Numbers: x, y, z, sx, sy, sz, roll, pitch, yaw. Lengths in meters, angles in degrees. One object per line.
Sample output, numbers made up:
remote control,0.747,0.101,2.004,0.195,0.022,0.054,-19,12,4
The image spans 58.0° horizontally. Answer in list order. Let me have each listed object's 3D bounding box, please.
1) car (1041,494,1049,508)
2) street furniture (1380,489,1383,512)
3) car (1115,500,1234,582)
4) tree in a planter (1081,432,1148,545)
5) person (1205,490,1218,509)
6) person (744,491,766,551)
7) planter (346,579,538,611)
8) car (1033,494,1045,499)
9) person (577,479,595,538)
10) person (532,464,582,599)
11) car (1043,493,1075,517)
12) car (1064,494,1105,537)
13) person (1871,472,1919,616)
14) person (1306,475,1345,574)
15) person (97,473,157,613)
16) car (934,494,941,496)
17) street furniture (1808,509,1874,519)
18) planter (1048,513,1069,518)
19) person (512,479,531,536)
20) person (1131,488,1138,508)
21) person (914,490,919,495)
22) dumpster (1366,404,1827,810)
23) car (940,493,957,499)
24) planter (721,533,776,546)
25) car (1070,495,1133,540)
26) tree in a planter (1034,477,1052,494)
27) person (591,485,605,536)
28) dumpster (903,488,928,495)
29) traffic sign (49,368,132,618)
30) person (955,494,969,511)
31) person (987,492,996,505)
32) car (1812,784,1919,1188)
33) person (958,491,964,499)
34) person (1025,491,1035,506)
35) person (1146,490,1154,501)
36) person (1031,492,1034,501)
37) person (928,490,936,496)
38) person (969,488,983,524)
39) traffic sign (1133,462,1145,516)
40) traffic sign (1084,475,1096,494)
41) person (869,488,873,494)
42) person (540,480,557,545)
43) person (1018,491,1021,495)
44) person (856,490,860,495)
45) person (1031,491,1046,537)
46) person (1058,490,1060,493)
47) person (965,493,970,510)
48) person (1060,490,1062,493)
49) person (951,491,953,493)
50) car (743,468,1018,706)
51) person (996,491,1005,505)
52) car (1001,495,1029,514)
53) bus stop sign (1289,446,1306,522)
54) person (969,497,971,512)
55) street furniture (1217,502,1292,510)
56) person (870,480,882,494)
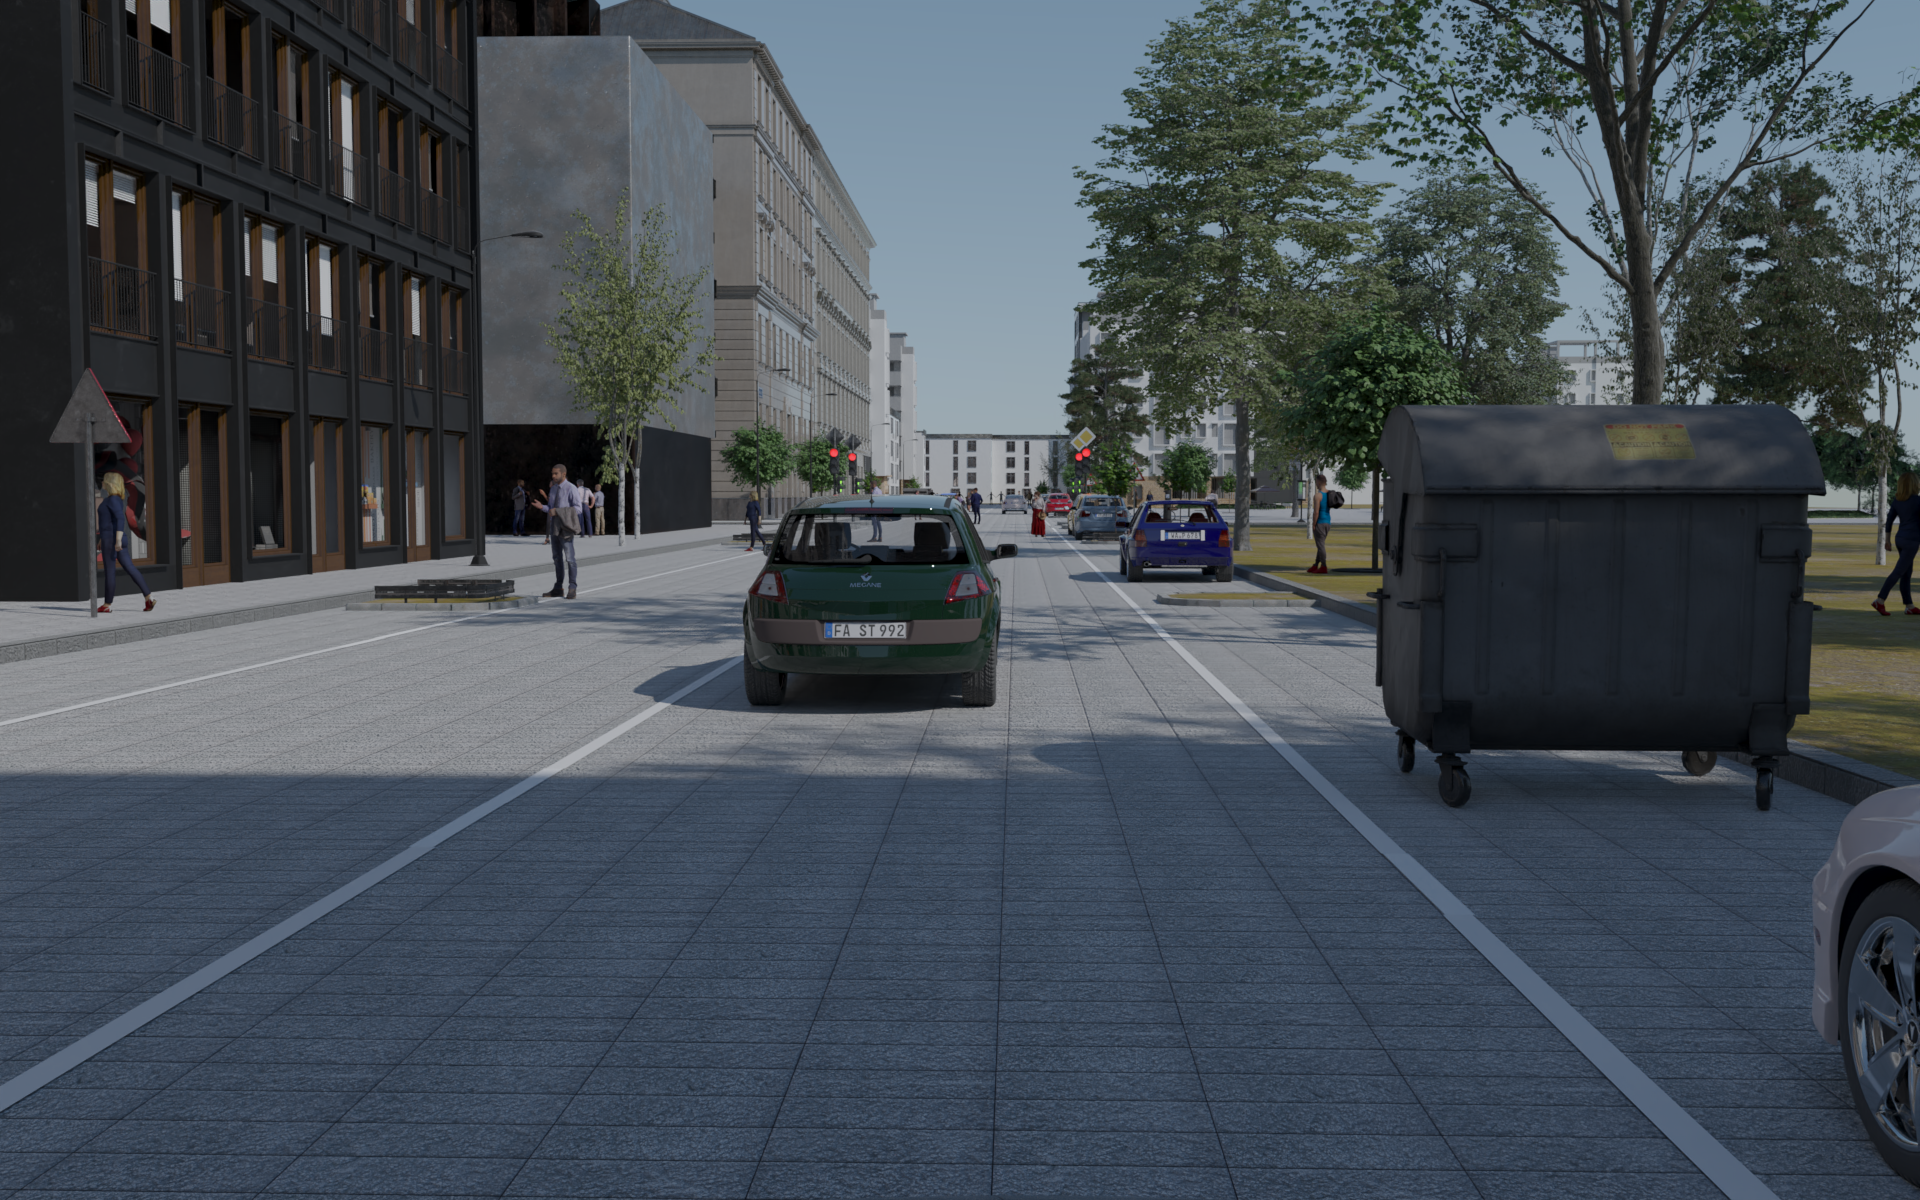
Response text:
car,7.476,-8.119,144.741,2.014,1.417,4.499,0,4,3
street furniture,34.081,-6.496,111.244,14.083,1.986,27.439,0,4,8
car,3.640,-1.036,29.518,1.945,1.354,3.894,0,4,3
tree in a planter,4.515,-3.232,50.063,1.991,3.239,1.994,0,4,2
person,8.819,-3.129,60.395,0.628,1.438,0.799,-1,4,-19
person,-5.117,-1.979,43.395,0.480,1.512,0.613,3,5,40
planter,-6.529,-0.066,22.216,1.991,0.319,1.994,0,4,2
car,8.386,-10.055,174.624,2.015,1.641,3.980,0,4,2
person,-11.128,-2.692,50.995,0.756,1.711,0.436,-1,4,-15
person,-5.548,-0.940,23.739,0.709,1.838,0.599,2,4,35
car,6.373,-6.294,111.939,2.155,1.783,4.494,0,4,2
car,4.634,-3.029,59.746,2.015,1.641,3.980,0,3,0
person,9.962,-0.594,18.298,0.613,1.512,0.480,-2,4,-29
person,5.855,-1.226,27.960,0.662,1.594,0.647,3,4,37
person,-9.083,-0.623,18.775,0.613,1.512,0.480,-2,4,-35
car,-1.879,-9.611,169.140,2.014,1.417,4.499,0,4,2
street furniture,42.876,-4.574,90.405,10.072,0.657,5.734,-2,4,-25
planter,6.292,-5.084,104.261,1.991,0.319,1.994,0,4,2
person,-13.249,-2.783,52.370,0.431,1.722,0.655,1,4,22
person,16.317,-9.492,161.380,0.705,1.807,1.348,-1,4,-17
person,-2.282,-5.196,94.924,0.593,1.643,0.415,0,4,6
dumpster,2.983,-0.008,8.349,1.865,1.857,1.264,0,4,3
car,-0.775,-6.790,120.606,1.945,1.707,3.694,0,3,0
planter,-5.641,-1.718,49.231,1.991,0.319,1.994,0,4,2
car,4.520,-2.638,55.126,2.014,1.417,4.499,0,4,3
tree in a planter,9.714,-12.936,208.717,1.991,3.239,1.994,0,4,2
person,-11.125,-2.759,53.222,0.319,1.574,0.516,2,4,27
dumpster,-3.293,-7.297,127.526,1.865,1.857,1.264,0,4,4
traffic sign,-8.997,-1.096,17.921,0.884,2.594,0.081,0,4,5
person,0.000,-5.915,108.451,0.697,1.427,0.421,-1,4,-17
person,3.950,-12.855,219.400,1.217,1.735,0.721,0,4,4
car,2.786,0.628,2.089,2.083,1.381,4.827,0,4,3
person,-0.100,-10.736,184.863,1.217,1.723,0.721,-2,4,-34
person,8.285,-12.086,206.196,1.348,1.812,0.705,-1,4,-14
person,11.951,-6.139,108.959,0.480,1.512,0.613,0,4,8
person,9.224,-13.102,223.243,1.217,1.766,0.721,1,4,14
person,-3.330,-12.382,208.517,1.348,1.821,0.705,-1,4,-9
person,0.743,-4.450,81.959,0.504,1.737,0.576,3,4,37
traffic sign,7.108,-4.322,70.666,0.884,2.594,0.081,0,4,3
traffic sign,8.267,-6.707,109.670,0.884,2.594,0.081,0,4,6
person,-5.592,-6.273,110.072,0.415,1.643,0.593,1,4,23
person,-10.293,-2.211,43.665,0.593,1.643,0.415,-1,4,-11
person,5.516,-9.569,165.490,0.750,1.759,0.617,2,4,33
person,-7.035,-6.877,119.953,0.415,1.643,0.593,-2,4,-27
person,2.611,-2.842,57.432,0.523,1.526,0.387,1,4,11
person,13.117,-13.606,228.632,1.348,1.807,0.705,-2,4,-25
person,0.648,-8.601,151.392,0.388,1.546,0.482,1,4,17
person,13.155,-13.467,226.314,1.350,1.814,0.705,2,4,27
person,-0.923,-11.505,197.276,0.551,1.740,0.621,-2,4,-27
car,-0.561,-0.203,13.107,2.009,1.686,4.222,0,4,1
person,5.379,-13.338,226.577,1.348,1.824,0.705,0,4,-5
car,3.959,-6.911,125.351,2.083,1.381,4.827,0,4,2
bus stop sign,15.321,-5.500,78.626,0.855,3.939,0.416,3,5,41
person,0.870,-7.721,137.979,0.697,1.427,0.421,0,4,5
street furniture,23.439,-8.021,146.765,10.072,0.657,5.734,3,5,41
person,-2.627,-2.642,51.561,0.599,1.838,0.709,1,4,18
